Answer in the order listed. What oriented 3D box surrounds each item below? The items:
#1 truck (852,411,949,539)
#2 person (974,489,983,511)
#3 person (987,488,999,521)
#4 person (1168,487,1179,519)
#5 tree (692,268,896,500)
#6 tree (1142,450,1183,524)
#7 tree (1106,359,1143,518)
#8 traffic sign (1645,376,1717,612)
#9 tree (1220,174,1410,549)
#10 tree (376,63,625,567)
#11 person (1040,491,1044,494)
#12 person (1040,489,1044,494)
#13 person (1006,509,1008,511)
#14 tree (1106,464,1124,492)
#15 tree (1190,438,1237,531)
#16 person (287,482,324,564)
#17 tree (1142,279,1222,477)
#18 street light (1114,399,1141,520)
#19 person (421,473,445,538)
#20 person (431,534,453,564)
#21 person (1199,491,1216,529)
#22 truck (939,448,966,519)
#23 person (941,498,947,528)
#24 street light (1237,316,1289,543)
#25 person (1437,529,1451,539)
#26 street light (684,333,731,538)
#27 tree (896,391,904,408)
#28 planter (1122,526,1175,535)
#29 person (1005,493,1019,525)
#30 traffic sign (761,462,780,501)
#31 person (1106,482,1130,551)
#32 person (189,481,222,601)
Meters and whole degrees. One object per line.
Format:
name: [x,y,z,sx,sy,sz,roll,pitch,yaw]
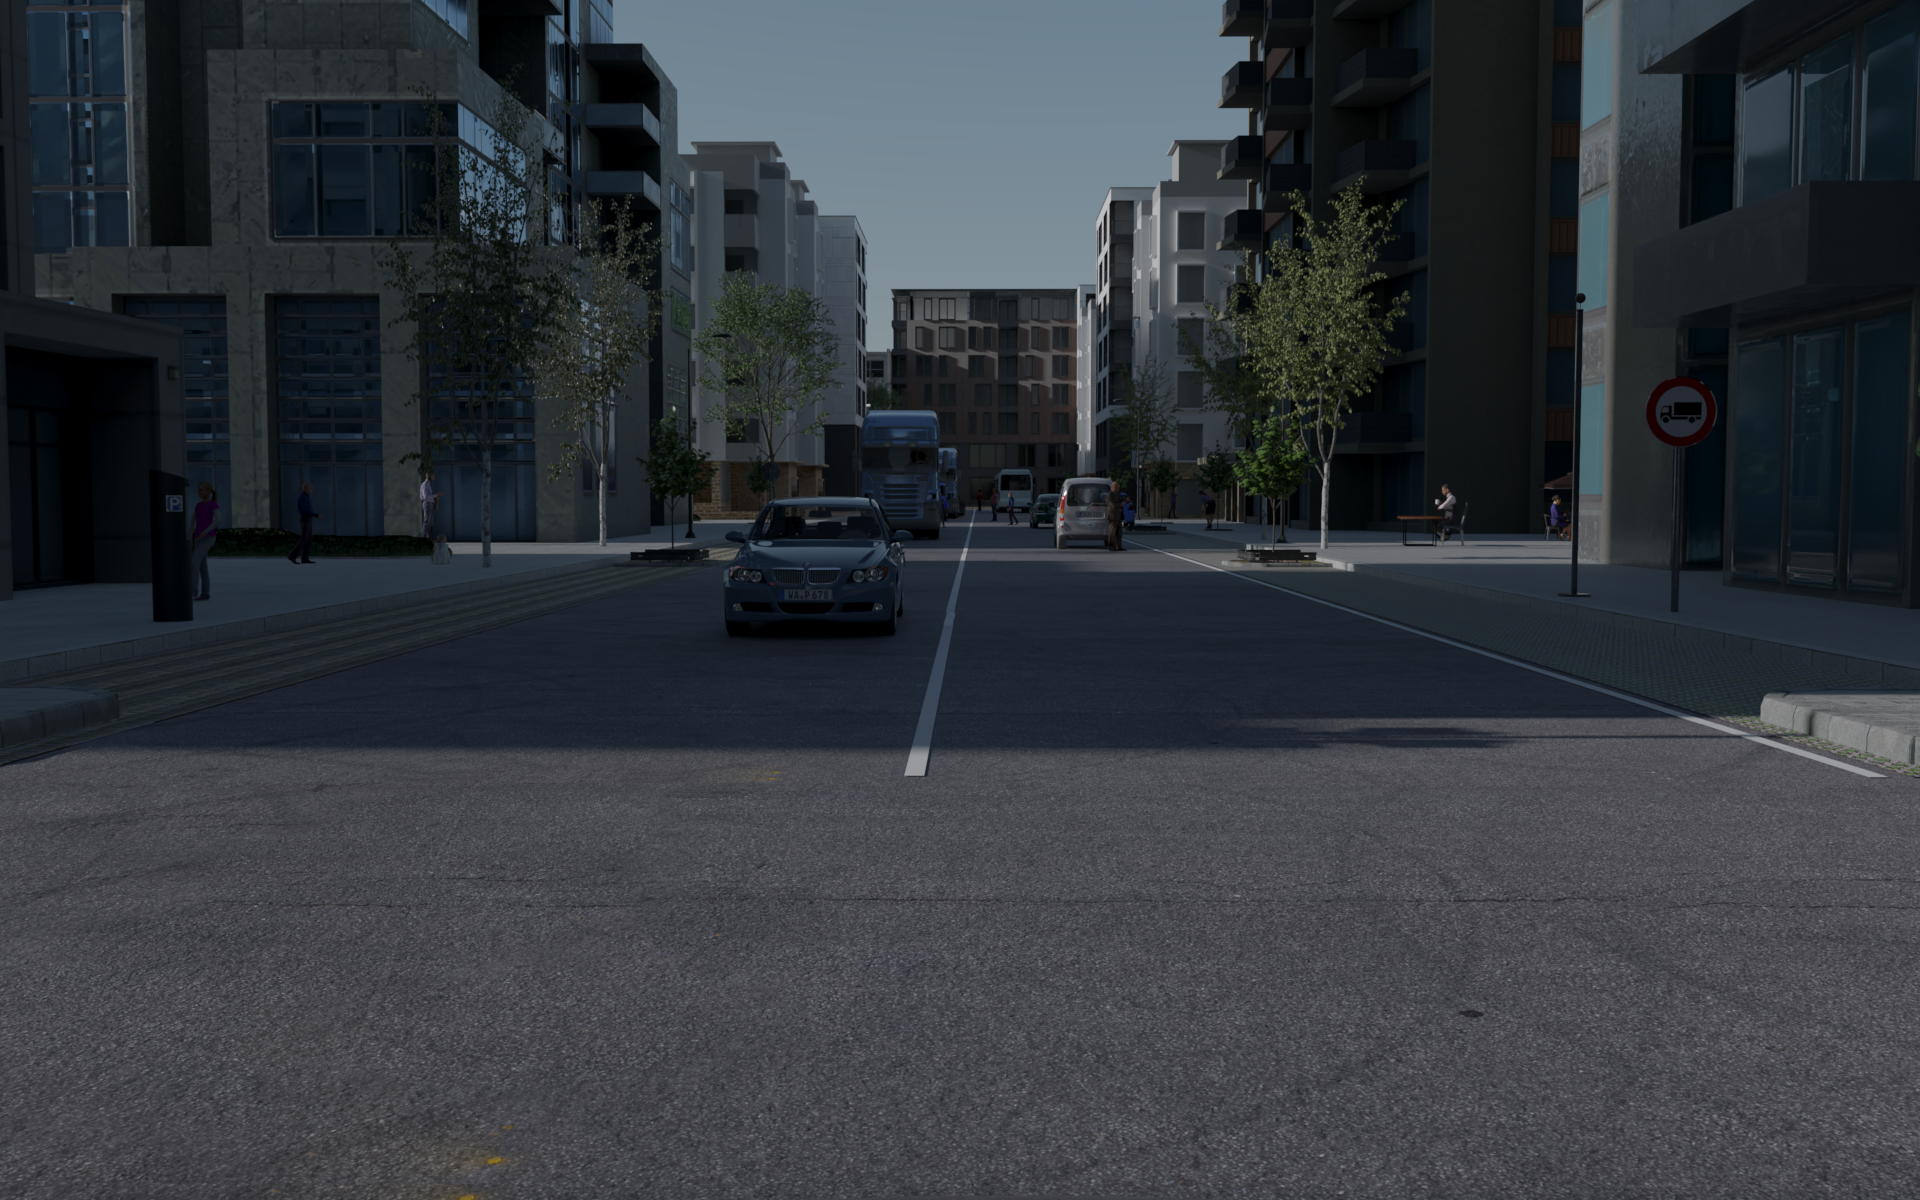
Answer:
truck: [-2.026,-4.398,61.672,2.967,4.110,18.799,0,4,-1]
person: [1.601,-8.324,144.536,0.705,1.831,1.348,2,4,35]
person: [1.750,-5.041,91.645,0.721,1.743,1.217,-2,4,-26]
person: [11.085,-5.073,89.907,0.530,1.710,0.541,0,4,0]
tree: [-8.822,-9.460,80.420,9.928,11.665,9.643,0,3,0]
tree: [8.945,-4.951,75.544,1.663,3.219,1.824,0,3,0]
tree: [9.420,-8.523,89.716,4.737,8.622,4.395,0,3,0]
traffic sign: [7.780,-1.142,18.781,0.768,2.556,0.104,0,4,1]
tree: [8.582,-5.526,40.707,4.737,8.622,4.395,0,3,0]
tree: [-8.323,-4.892,30.343,4.360,8.622,3.978,0,3,0]
person: [6.720,-8.306,145.021,0.721,1.743,1.217,1,4,22]
person: [5.899,-7.033,123.496,0.705,1.822,1.348,0,4,7]
person: [4.006,-8.080,143.847,0.697,1.427,0.421,-1,4,-22]
tree: [9.670,-7.070,110.199,1.663,3.219,1.824,0,3,0]
tree: [8.897,-4.035,60.575,1.663,3.219,1.824,0,3,0]
person: [-11.981,-1.413,31.841,0.600,1.496,0.574,0,4,3]
tree: [8.355,-6.012,48.665,4.737,8.622,4.395,0,3,0]
street light: [8.210,-6.874,84.927,1.470,5.913,1.316,0,4,1]
person: [-13.272,-2.310,43.677,0.599,1.838,0.709,-1,4,-8]
person: [-9.509,-0.934,31.792,0.381,0.543,0.357,-2,4,-26]
person: [9.134,-3.354,64.111,0.697,1.427,0.421,3,5,41]
truck: [-1.153,-7.175,107.076,2.967,4.110,18.799,0,4,2]
person: [-0.807,-3.754,73.787,0.435,1.345,0.340,-2,4,-27]
street light: [7.922,-4.451,45.317,1.470,5.913,1.316,0,4,1]
person: [13.673,-1.985,48.968,0.381,0.543,0.357,-2,4,-34]
street light: [-7.308,-4.752,50.228,1.470,5.913,1.316,0,4,1]
tree: [-8.044,-13.594,148.024,9.928,11.665,9.643,0,3,0]
planter: [6.564,-2.475,61.602,1.991,0.319,1.994,0,4,1]
person: [2.356,-4.245,80.596,0.600,1.496,0.574,3,4,36]
traffic sign: [-7.418,-4.141,67.816,0.768,2.556,0.104,0,4,7]
person: [3.969,-2.100,43.517,0.600,1.739,0.565,1,4,12]
person: [-9.099,-0.693,20.605,0.726,1.435,0.776,2,4,25]
